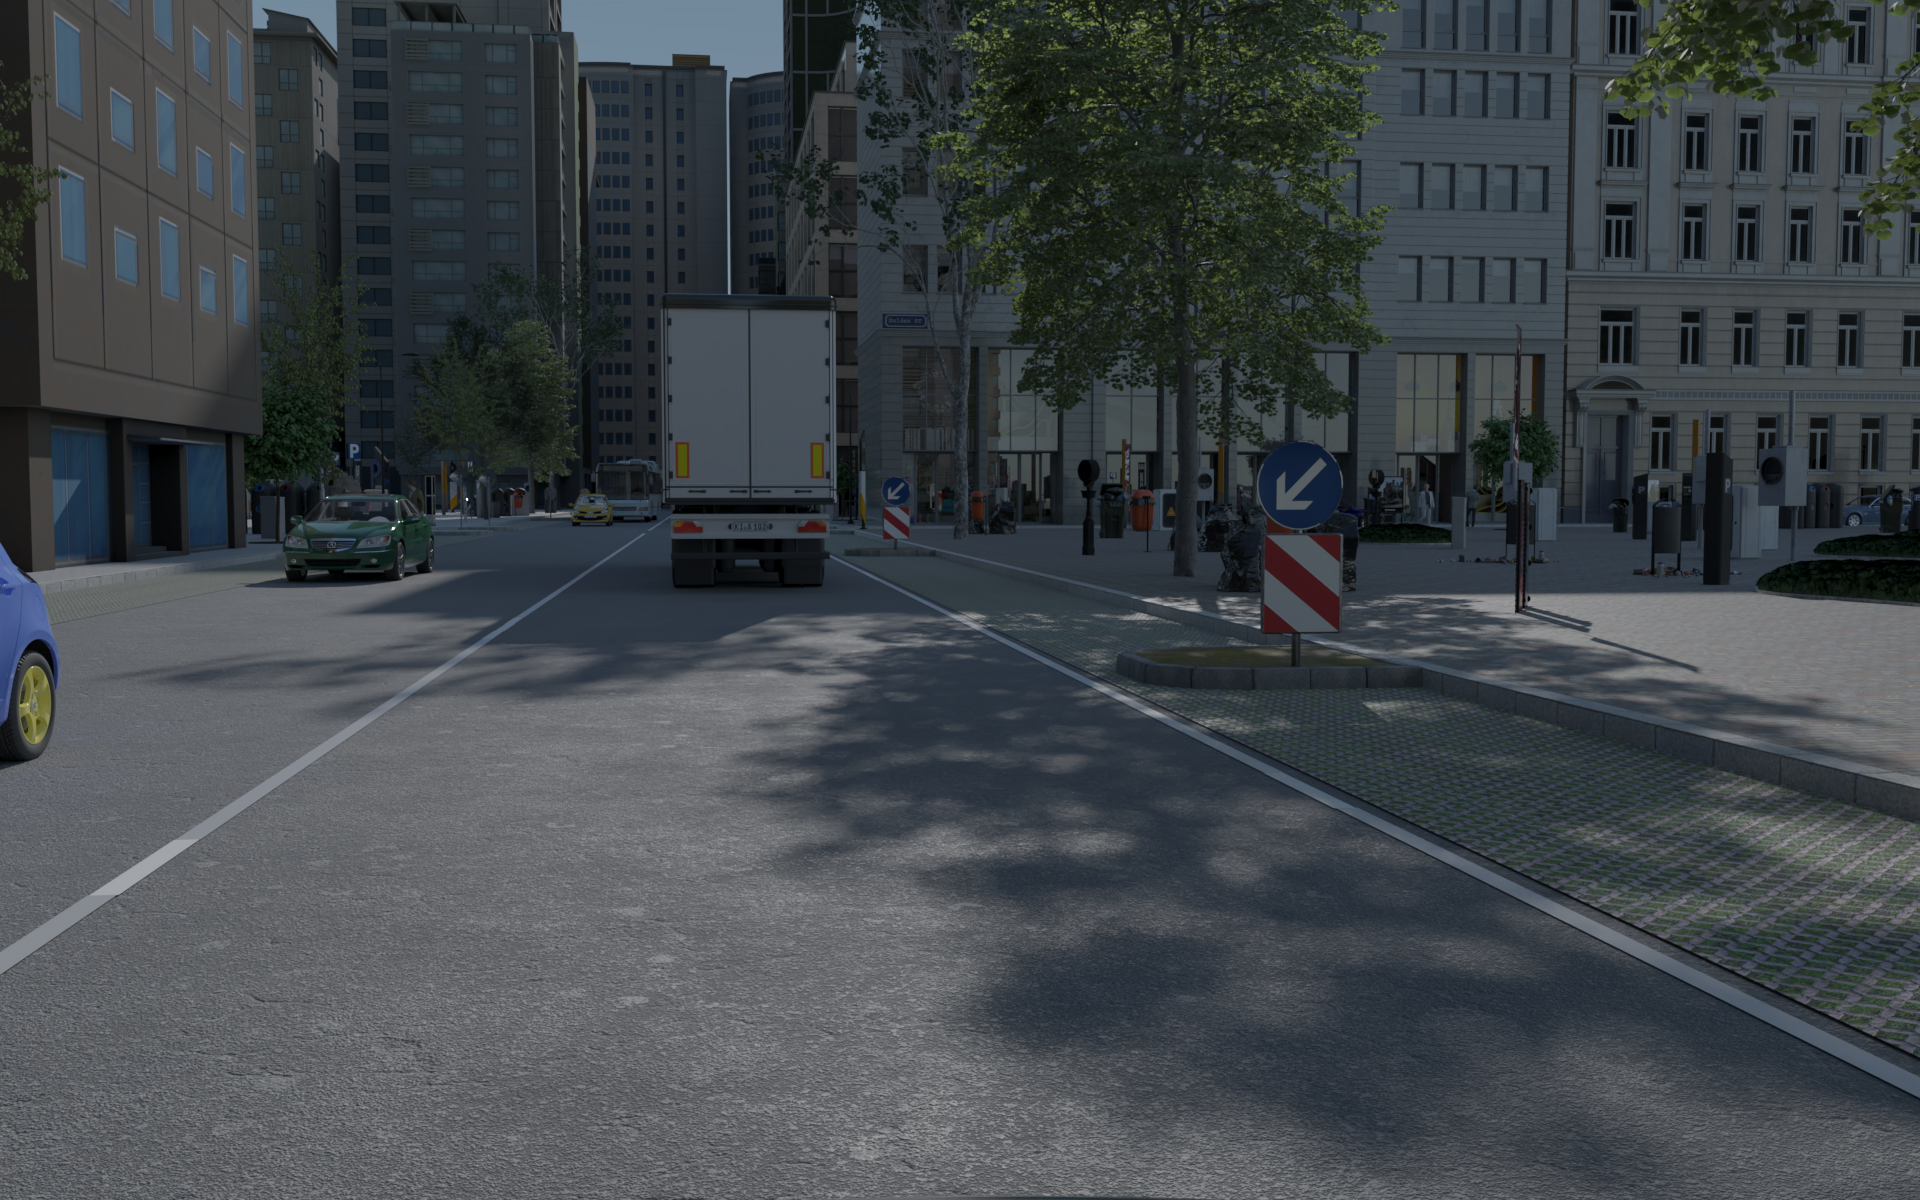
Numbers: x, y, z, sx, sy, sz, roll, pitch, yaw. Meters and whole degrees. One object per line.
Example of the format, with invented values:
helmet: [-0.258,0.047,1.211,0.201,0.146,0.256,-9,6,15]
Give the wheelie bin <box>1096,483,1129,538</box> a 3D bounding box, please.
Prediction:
wheelie bin: [4.451,-2.591,50.267,0.980,1.594,0.693,-1,4,-12]

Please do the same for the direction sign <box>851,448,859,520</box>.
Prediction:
direction sign: [-5.125,-5.715,85.443,0.379,3.537,0.876,2,4,27]

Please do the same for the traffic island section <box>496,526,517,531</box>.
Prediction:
traffic island section: [-18.597,-2.819,68.373,2.009,0.180,2.903,-1,4,-8]

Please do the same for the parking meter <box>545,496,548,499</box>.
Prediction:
parking meter: [-29.869,-7.157,125.426,0.372,1.533,0.369,0,3,0]

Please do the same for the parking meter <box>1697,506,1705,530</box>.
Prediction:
parking meter: [26.501,-3.264,61.773,0.372,1.533,0.369,0,3,0]

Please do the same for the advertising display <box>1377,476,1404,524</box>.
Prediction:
advertising display: [15.447,-3.489,62.257,0.974,1.923,0.123,1,4,9]

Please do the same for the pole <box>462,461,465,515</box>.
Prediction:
pole: [-30.833,-6.953,107.530,0.158,3.312,0.155,0,3,0]

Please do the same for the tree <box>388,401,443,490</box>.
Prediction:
tree: [-42.251,-11.219,133.797,4.360,8.622,3.978,0,3,0]

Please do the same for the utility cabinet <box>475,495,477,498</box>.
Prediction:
utility cabinet: [-35.599,-7.208,129.019,1.020,1.237,0.306,-2,4,-33]

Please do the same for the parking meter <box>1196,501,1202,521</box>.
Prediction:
parking meter: [8.829,-3.562,63.951,0.255,1.863,0.399,0,4,-7]

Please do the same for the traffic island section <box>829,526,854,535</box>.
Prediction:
traffic island section: [-4.921,-2.448,62.314,2.009,0.180,2.903,-1,4,-8]

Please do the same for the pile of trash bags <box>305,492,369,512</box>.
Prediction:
pile of trash bags: [-27.631,-4.066,76.239,3.447,1.369,1.912,0,4,0]

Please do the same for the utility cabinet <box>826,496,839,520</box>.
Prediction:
utility cabinet: [-6.469,-4.684,87.739,0.306,1.237,1.020,-2,4,-27]

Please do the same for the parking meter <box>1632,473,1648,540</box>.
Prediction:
parking meter: [19.186,-2.641,48.897,0.399,1.863,0.255,1,4,10]

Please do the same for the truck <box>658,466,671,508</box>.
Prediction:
truck: [-30.150,-11.571,178.103,2.839,4.237,11.283,-1,4,-9]

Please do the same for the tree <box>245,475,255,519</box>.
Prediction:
tree: [-35.926,-5.726,88.214,1.663,3.219,1.824,0,3,0]

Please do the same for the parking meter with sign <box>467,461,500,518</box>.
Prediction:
parking meter with sign: [-25.557,-5.919,93.035,0.543,3.016,1.738,3,5,39]

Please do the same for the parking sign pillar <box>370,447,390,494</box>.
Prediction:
parking sign pillar: [-32.868,-6.710,98.185,1.447,3.967,1.447,3,5,41]

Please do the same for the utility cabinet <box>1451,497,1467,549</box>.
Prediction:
utility cabinet: [11.742,-1.809,40.736,0.306,1.237,1.020,1,4,19]

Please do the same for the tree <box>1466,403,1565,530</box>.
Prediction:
tree: [19.851,-4.784,61.931,4.285,4.588,4.351,0,3,0]

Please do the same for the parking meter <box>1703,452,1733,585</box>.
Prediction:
parking meter: [10.739,-1.151,24.534,0.399,1.863,0.255,-3,5,-45]

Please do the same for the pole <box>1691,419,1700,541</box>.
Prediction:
pole: [20.110,-3.276,47.407,0.158,3.312,0.155,0,3,0]

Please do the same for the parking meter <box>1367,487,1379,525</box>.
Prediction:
parking meter: [14.361,-3.170,60.245,0.372,1.533,0.369,0,3,0]

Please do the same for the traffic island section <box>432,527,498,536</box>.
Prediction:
traffic island section: [-17.428,-2.336,60.473,2.009,0.180,2.903,-1,4,-8]

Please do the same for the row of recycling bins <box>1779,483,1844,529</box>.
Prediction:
row of recycling bins: [31.863,-3.535,64.903,3.534,1.692,1.069,-2,4,-34]

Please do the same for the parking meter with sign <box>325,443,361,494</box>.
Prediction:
parking meter with sign: [-21.419,-3.870,59.542,1.738,3.016,0.543,2,4,28]

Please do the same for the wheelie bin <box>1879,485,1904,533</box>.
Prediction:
wheelie bin: [30.911,-3.031,57.467,0.693,1.594,0.980,1,4,17]

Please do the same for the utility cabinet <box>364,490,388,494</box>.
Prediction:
utility cabinet: [-29.722,-4.859,88.129,1.173,1.500,0.318,1,4,13]

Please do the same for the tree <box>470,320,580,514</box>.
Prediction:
tree: [-28.400,-11.917,112.965,7.486,12.596,7.792,0,3,0]

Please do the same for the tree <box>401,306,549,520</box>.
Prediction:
tree: [-24.062,-9.300,86.473,7.601,10.594,8.767,0,4,-4]

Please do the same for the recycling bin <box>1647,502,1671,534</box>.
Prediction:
recycling bin: [22.653,-2.669,56.189,0.722,1.027,0.722,1,4,17]

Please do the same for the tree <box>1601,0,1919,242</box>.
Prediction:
tree: [5.578,-5.499,8.029,7.486,12.596,7.792,0,3,0]

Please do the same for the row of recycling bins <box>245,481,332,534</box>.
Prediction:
row of recycling bins: [-21.904,-2.960,55.511,3.534,1.692,1.069,0,4,-1]

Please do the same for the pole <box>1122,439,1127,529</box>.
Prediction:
pole: [6.092,-4.305,64.224,0.158,3.312,0.155,0,3,0]

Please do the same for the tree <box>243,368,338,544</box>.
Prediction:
tree: [-17.837,-3.754,45.086,4.285,4.588,4.351,0,3,0]

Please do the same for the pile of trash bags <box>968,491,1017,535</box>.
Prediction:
pile of trash bags: [0.804,-2.801,55.545,1.912,1.369,3.447,1,4,9]

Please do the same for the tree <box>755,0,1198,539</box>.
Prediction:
tree: [0.506,-11.881,50.140,12.611,20.169,13.585,0,3,0]

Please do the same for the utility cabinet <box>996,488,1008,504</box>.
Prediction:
utility cabinet: [1.444,-3.173,60.558,0.318,1.500,1.173,0,4,7]

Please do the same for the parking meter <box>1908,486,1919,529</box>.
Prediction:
parking meter: [27.083,-2.487,49.069,0.372,1.533,0.369,0,3,0]

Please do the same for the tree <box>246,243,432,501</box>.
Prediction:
tree: [-18.794,-6.114,50.322,4.737,8.622,4.395,0,3,0]

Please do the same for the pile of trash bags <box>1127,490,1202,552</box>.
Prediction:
pile of trash bags: [5.330,-1.785,38.943,3.447,1.369,1.912,-2,4,-24]

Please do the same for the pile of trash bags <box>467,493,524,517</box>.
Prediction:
pile of trash bags: [-26.529,-5.489,99.489,1.912,1.369,3.447,3,4,37]

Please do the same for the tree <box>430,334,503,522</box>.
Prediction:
tree: [-22.714,-7.863,78.923,4.737,8.622,4.395,0,3,0]

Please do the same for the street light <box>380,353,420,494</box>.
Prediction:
street light: [-18.424,-5.160,56.912,1.470,5.913,1.316,-1,4,-8]

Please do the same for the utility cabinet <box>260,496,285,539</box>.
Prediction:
utility cabinet: [-19.780,-2.367,49.863,1.020,1.237,0.306,3,5,45]

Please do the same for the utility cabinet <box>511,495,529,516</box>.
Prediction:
utility cabinet: [-25.837,-5.536,101.672,1.020,1.237,0.306,-2,4,-28]

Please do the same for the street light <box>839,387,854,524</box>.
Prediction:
street light: [-5.203,-6.187,73.694,1.470,5.913,1.316,-1,4,-8]

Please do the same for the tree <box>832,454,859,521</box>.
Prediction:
tree: [-5.546,-5.433,83.431,1.663,3.219,1.824,0,3,0]

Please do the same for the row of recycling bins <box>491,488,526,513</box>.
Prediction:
row of recycling bins: [-30.745,-6.694,116.560,1.069,1.692,3.534,3,5,40]

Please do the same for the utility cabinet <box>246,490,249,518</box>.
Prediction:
utility cabinet: [-38.596,-5.142,92.744,1.173,1.500,0.318,2,4,30]

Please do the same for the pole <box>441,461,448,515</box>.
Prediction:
pole: [-31.682,-6.872,106.207,0.158,3.312,0.155,0,3,0]

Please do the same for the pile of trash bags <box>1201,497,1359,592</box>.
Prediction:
pile of trash bags: [4.291,-0.800,22.833,1.912,1.369,3.447,1,4,12]

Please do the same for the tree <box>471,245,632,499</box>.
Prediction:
tree: [-29.138,-16.745,129.672,12.611,20.169,13.585,0,3,0]

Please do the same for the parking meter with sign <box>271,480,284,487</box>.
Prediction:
parking meter with sign: [-35.614,-5.757,90.393,0.543,3.016,1.738,3,5,40]

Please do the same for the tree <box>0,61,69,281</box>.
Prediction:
tree: [-15.407,-4.587,25.368,4.737,8.622,4.395,0,3,0]

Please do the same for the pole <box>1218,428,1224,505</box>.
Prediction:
pole: [8.032,-3.637,53.301,0.158,3.312,0.155,0,3,0]

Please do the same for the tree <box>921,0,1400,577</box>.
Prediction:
tree: [3.144,-6.638,26.662,7.486,12.596,7.792,0,3,0]

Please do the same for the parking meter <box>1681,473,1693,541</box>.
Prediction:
parking meter: [19.805,-2.538,47.202,0.255,1.863,0.399,1,4,22]

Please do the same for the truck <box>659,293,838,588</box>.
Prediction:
truck: [-3.726,-2.508,29.920,2.839,4.237,11.283,0,4,-8]

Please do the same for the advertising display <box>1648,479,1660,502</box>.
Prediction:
advertising display: [29.926,-4.264,74.928,0.974,1.923,0.123,-2,4,-35]
